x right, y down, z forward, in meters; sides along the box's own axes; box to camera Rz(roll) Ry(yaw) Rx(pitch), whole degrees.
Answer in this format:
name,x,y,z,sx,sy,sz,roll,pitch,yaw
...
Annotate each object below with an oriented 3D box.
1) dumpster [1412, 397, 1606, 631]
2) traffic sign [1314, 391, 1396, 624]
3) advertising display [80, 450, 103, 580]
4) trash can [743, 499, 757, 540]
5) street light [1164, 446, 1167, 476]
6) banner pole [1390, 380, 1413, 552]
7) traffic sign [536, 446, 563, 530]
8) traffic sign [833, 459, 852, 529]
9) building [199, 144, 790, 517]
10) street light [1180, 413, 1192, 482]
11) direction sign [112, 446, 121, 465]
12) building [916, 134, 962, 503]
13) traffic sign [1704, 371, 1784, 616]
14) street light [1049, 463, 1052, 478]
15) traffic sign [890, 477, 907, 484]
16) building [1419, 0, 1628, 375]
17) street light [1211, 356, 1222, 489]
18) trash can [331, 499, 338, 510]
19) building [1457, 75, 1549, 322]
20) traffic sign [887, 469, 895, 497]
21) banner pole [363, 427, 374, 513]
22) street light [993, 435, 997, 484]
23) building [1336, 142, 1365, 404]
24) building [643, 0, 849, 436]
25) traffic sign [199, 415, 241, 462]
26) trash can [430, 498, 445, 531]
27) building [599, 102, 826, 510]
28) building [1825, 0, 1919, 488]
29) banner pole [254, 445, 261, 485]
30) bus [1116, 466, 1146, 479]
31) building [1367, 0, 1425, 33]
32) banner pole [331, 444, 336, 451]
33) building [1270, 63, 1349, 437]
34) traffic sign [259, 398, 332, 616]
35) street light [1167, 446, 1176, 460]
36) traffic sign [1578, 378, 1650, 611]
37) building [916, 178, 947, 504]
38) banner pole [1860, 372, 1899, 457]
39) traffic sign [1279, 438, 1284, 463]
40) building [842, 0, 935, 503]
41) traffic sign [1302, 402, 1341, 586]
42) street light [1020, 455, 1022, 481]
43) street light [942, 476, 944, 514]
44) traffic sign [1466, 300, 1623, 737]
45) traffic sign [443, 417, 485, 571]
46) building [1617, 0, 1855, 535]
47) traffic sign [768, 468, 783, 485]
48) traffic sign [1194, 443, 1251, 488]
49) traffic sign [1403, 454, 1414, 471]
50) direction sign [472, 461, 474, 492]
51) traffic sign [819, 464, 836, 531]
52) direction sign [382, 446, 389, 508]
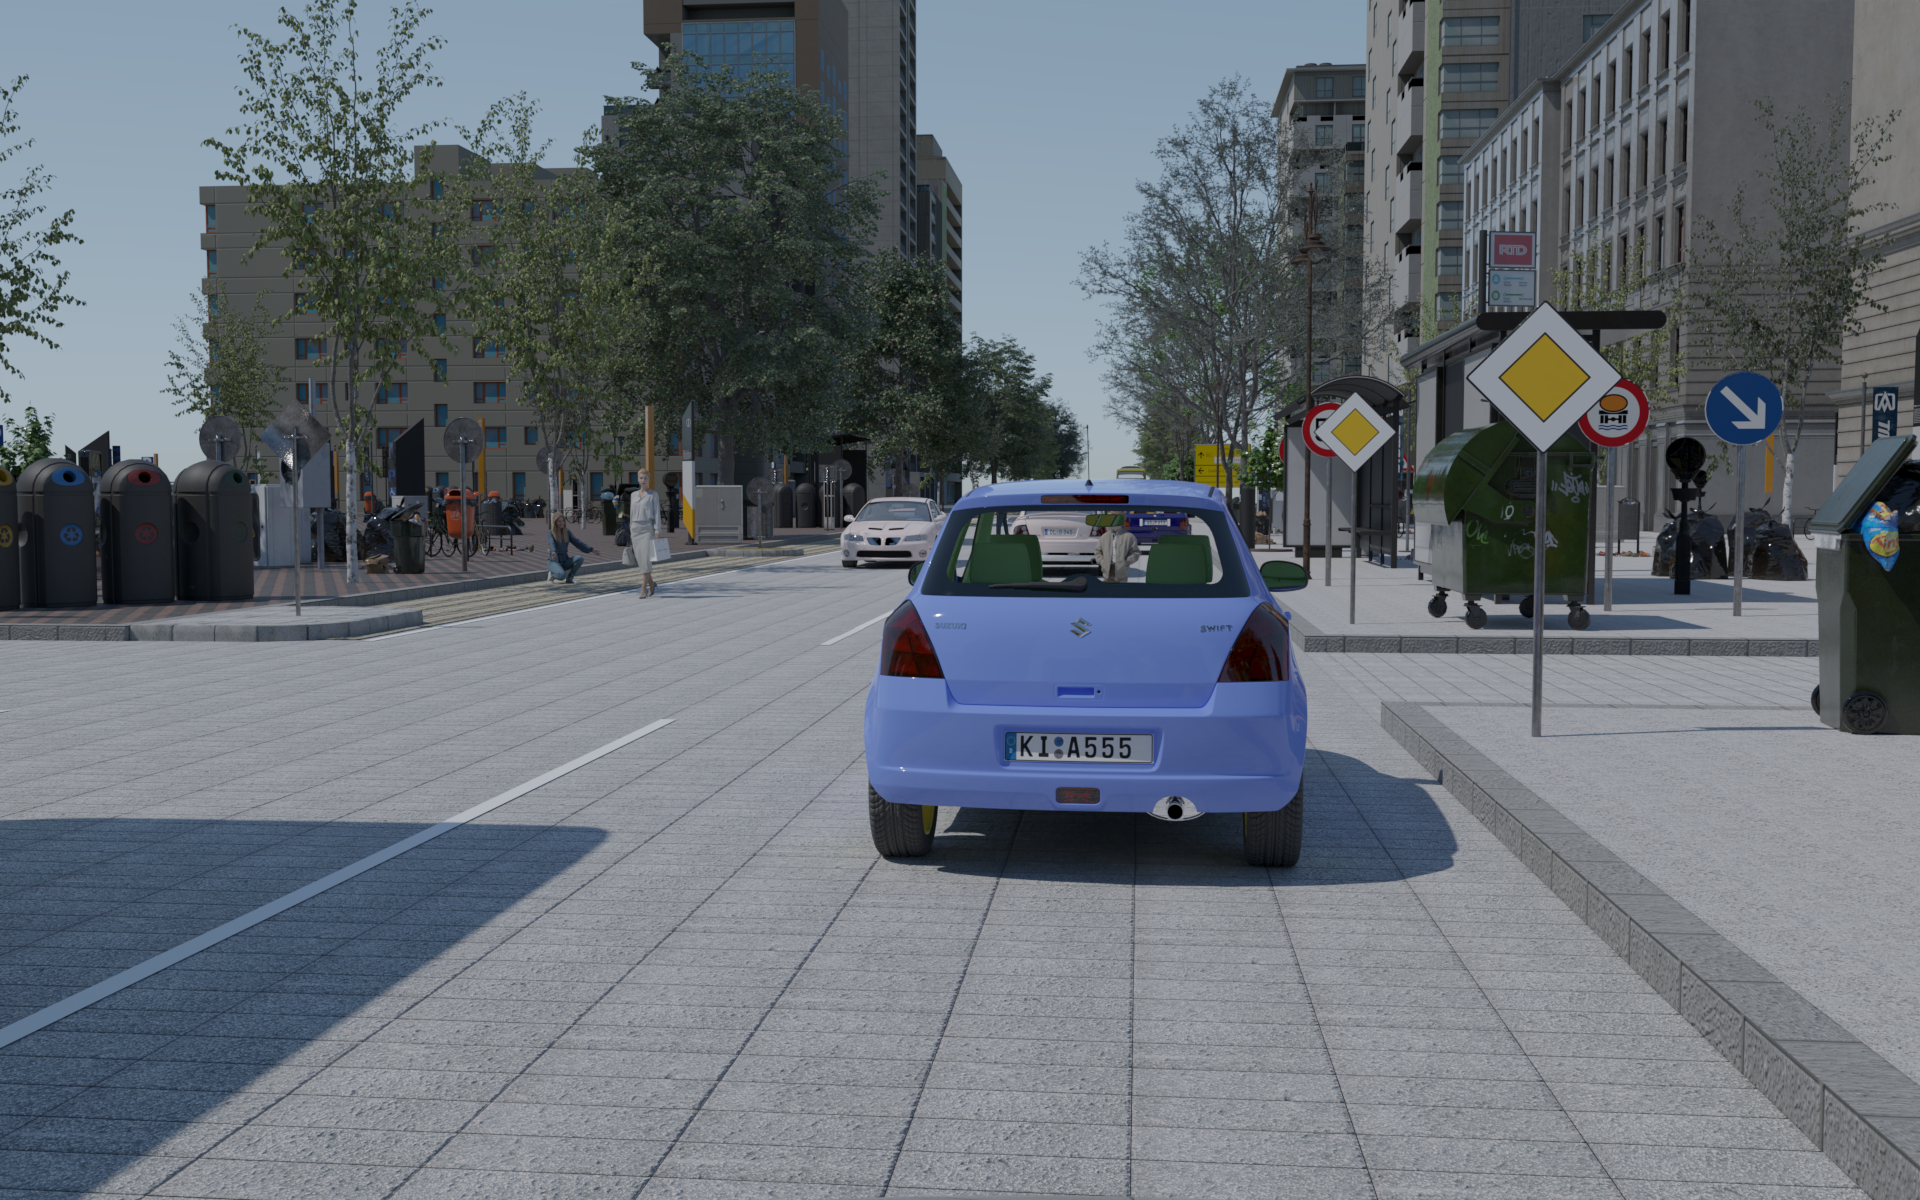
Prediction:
name,x,y,z,sx,sy,sz,roll,pitch,yaw
dumpster,5.373,-0.892,17.074,1.502,2.255,1.985,0,4,6
traffic sign,3.869,-0.819,17.030,0.795,2.450,0.064,0,4,6
advertising display,-12.956,-1.264,25.884,0.123,1.923,0.974,-1,4,-16
trash can,-5.979,-2.245,48.353,0.748,1.137,0.748,0,3,0
street light,19.938,-11.909,167.494,0.468,5.910,1.993,0,4,6
banner pole,9.785,-2.959,38.400,0.401,3.779,0.863,-2,4,-28
traffic sign,-10.804,-2.782,45.598,0.768,2.556,0.104,1,4,11
traffic sign,-4.366,-3.892,63.737,0.768,2.556,0.104,0,4,7
building,-27.407,-16.234,110.462,27.650,21.520,28.899,0,4,6
street light,12.014,-7.251,91.347,0.468,5.910,1.993,0,4,6
direction sign,-39.586,-5.430,80.773,0.876,3.537,0.379,-1,4,-13
building,-11.350,-37.536,237.408,21.300,48.544,21.600,0,4,6
traffic sign,8.161,-1.101,18.110,0.768,2.556,0.104,1,4,12
street light,10.953,-14.491,209.718,0.468,5.910,1.993,0,4,6
traffic sign,-3.146,-5.438,88.911,0.884,2.594,0.081,1,4,10
building,34.473,-25.630,102.642,14.154,41.232,14.086,0,4,6
street light,8.662,-5.221,58.156,0.468,5.910,1.993,0,4,6
trash can,-20.371,-2.696,55.741,0.748,1.137,0.748,0,3,0
building,29.746,-14.173,80.881,9.793,20.994,18.267,0,4,6
traffic sign,-3.293,-5.268,86.236,0.768,2.556,0.104,1,4,14
banner pole,-21.909,-4.538,64.206,0.401,3.779,0.863,0,4,7
street light,2.506,-9.466,127.564,0.468,5.910,1.993,0,4,6
building,38.310,-22.790,144.310,14.160,30.474,14.107,0,4,6
building,-17.324,-30.313,145.724,14.600,45.320,14.200,0,4,6
traffic sign,-11.963,-1.705,27.990,0.768,2.556,0.104,1,4,13
trash can,-17.151,-2.797,57.388,0.748,1.137,0.748,0,3,0
building,-18.313,-22.001,131.425,14.160,30.474,14.107,0,4,6
building,37.826,-13.134,33.821,34.723,24.649,14.460,0,4,6
banner pole,-35.838,-6.020,88.445,0.401,3.779,0.863,-3,5,-40
bus,14.924,-9.767,151.243,2.896,3.916,12.252,0,4,5
building,43.849,-32.596,122.181,28.713,52.752,27.495,0,4,6
banner pole,-31.714,-5.952,87.330,0.863,3.779,0.401,0,4,-3
building,52.778,-37.929,209.377,28.713,52.752,27.495,0,4,6
traffic sign,-6.964,-0.889,18.175,0.795,2.450,0.064,0,4,6
street light,16.581,-9.919,134.968,0.468,5.910,1.993,0,4,6
traffic sign,7.091,-1.148,18.884,0.768,2.556,0.104,0,4,8
building,-9.417,-32.779,219.525,14.154,41.232,14.086,0,4,6
banner pole,18.819,-2.790,35.641,0.863,3.779,0.401,1,4,20
traffic sign,6.872,-2.151,35.281,0.768,2.556,0.104,1,4,13
building,-13.580,-46.690,201.634,20.563,71.187,20.611,0,4,6
traffic sign,5.123,-1.463,24.023,0.768,2.556,0.104,1,4,16
street light,5.705,-11.444,159.900,0.468,5.910,1.993,0,4,6
street light,-0.938,-7.456,94.691,0.468,5.910,1.993,0,4,6
traffic sign,3.042,-0.333,9.088,0.795,2.450,0.064,0,4,6
traffic sign,-8.227,-1.748,28.693,0.768,2.556,0.104,1,4,15
building,28.445,-13.060,62.685,9.793,20.994,18.267,0,4,6
traffic sign,-7.183,-3.991,67.384,0.606,2.300,0.079,0,4,7
traffic sign,10.593,-4.651,69.919,2.265,3.308,0.079,1,4,11
traffic sign,10.055,-2.454,40.134,0.884,2.594,0.081,1,4,13
direction sign,-23.266,-5.553,82.790,0.379,3.537,0.876,-1,4,-13
traffic sign,-4.570,-3.525,59.764,0.606,2.300,0.079,1,4,9
direction sign,-27.299,-5.528,82.388,0.379,3.537,0.876,0,4,0
